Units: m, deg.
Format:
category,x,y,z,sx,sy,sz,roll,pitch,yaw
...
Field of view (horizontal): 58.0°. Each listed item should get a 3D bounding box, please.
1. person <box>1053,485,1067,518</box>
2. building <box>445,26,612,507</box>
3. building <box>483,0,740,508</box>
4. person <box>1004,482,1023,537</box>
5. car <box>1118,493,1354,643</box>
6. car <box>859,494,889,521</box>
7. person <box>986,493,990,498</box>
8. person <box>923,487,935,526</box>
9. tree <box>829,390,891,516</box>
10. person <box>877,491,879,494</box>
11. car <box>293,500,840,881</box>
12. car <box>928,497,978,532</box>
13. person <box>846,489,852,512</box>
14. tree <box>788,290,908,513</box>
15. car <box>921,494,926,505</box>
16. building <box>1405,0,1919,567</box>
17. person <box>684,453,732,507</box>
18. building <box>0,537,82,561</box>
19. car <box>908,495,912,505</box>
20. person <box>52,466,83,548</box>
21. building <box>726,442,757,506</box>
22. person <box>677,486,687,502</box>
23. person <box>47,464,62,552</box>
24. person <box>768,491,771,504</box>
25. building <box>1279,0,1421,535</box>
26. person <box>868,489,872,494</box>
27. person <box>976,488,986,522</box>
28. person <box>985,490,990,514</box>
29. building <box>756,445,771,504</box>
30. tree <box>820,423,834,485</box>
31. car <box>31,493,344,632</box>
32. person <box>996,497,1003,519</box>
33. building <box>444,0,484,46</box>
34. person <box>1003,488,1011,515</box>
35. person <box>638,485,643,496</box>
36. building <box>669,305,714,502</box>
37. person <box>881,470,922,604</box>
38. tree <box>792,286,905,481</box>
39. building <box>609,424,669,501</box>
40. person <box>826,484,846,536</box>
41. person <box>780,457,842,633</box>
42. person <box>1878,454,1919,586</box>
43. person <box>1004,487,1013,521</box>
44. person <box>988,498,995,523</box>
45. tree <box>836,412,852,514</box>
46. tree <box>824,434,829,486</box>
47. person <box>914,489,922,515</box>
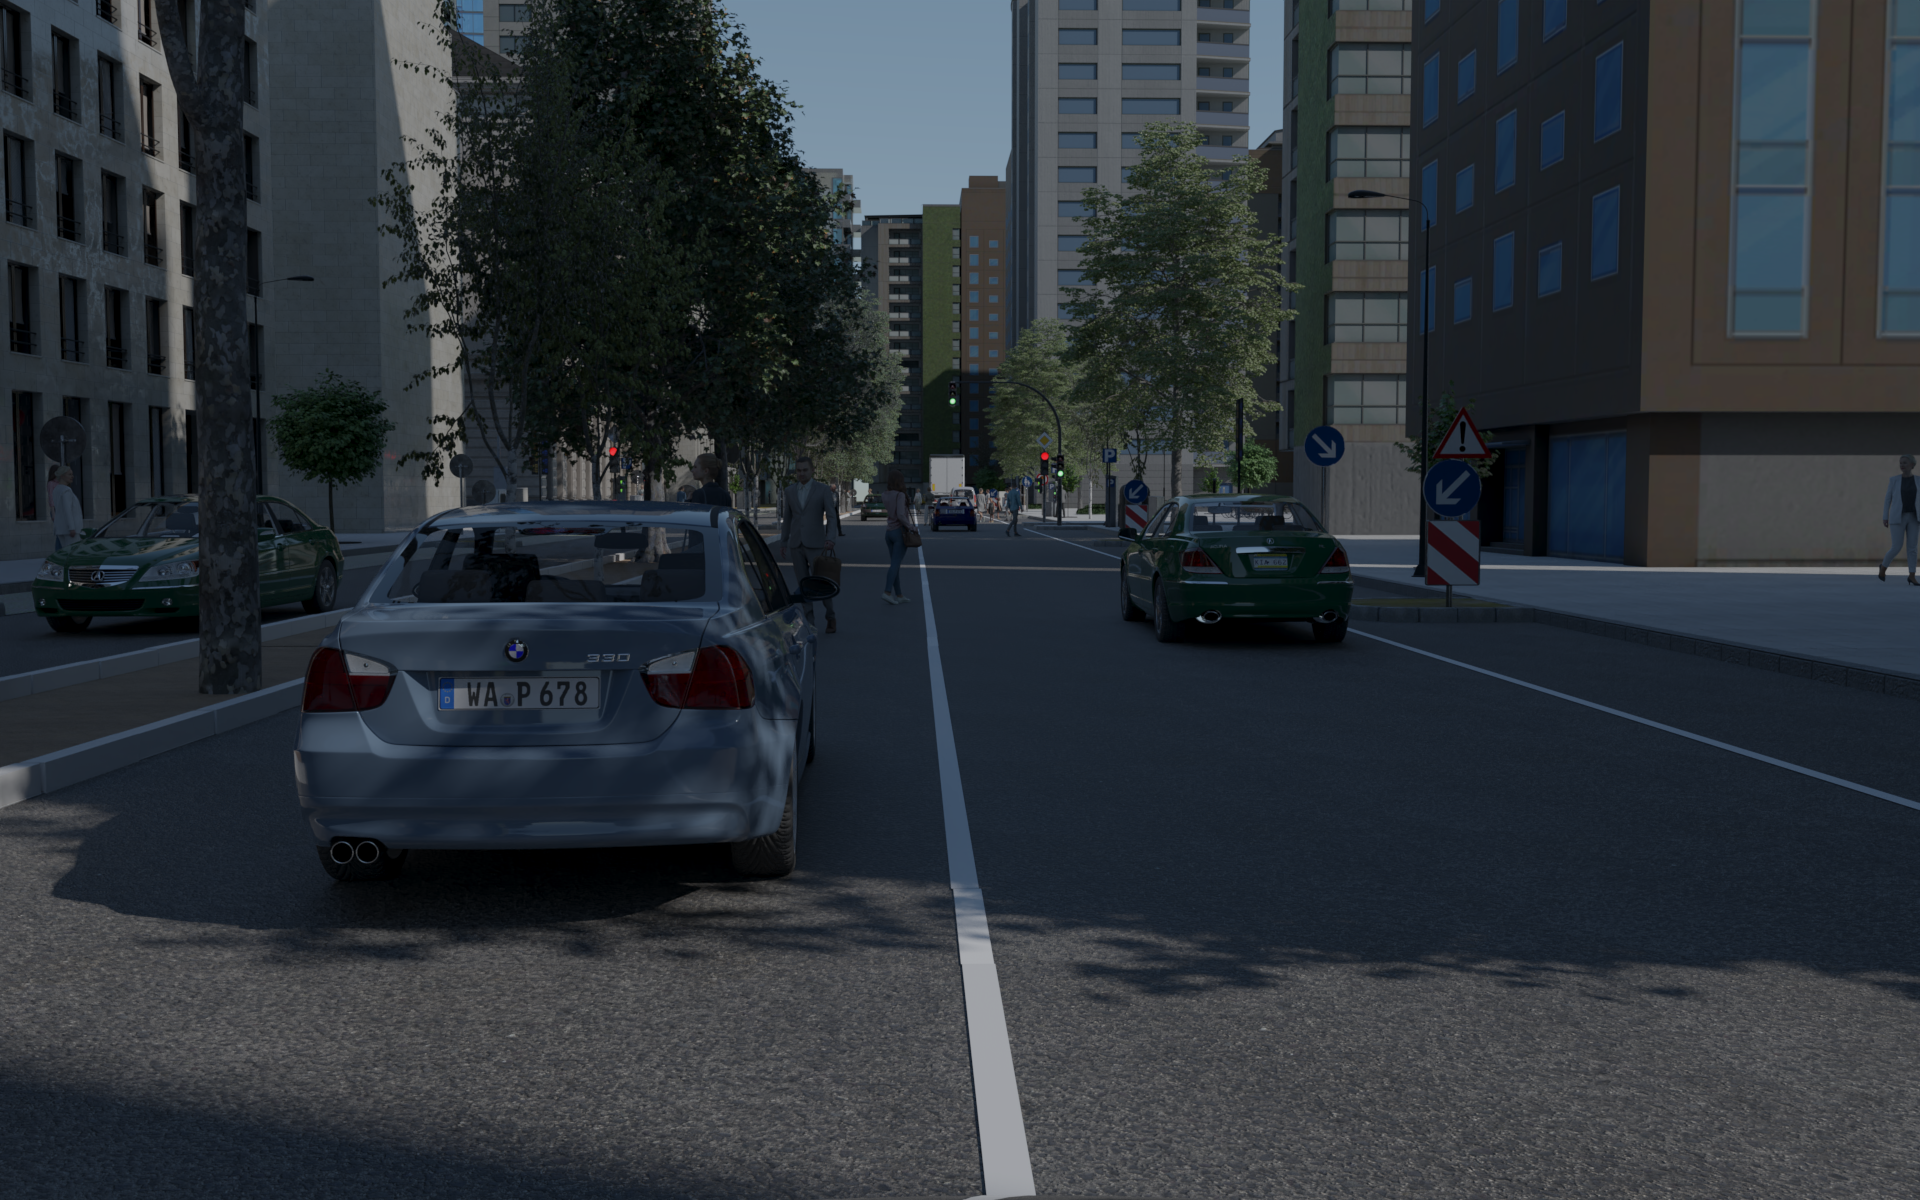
category,x,y,z,sx,sy,sz,roll,pitch,yaw
person,5.373,-5.302,93.126,0.661,1.777,0.834,-3,4,-37
building,-24.571,-15.948,89.626,11.050,23.489,19.941,0,4,-2
building,-31.533,-44.237,161.523,20.563,71.187,20.611,0,4,-2
person,1.768,-3.061,58.417,0.748,1.841,0.638,-2,4,-27
car,2.786,-0.389,18.165,2.131,1.459,4.920,0,4,-1
car,-4.413,-5.068,92.644,2.009,1.686,4.222,0,4,-1
person,2.924,-10.648,180.682,0.434,1.755,0.990,2,4,24
person,-1.402,-4.242,78.414,0.519,1.759,0.362,-1,4,-10
tree,-8.197,-11.371,114.126,9.928,11.665,9.643,0,3,0
person,-10.650,-13.193,224.208,1.348,1.824,0.705,2,4,29
car,-1.550,0.261,7.741,2.014,1.417,4.499,0,4,-3
car,-0.260,-3.354,67.416,1.945,1.354,3.894,0,4,-2
person,-8.772,-7.828,136.669,0.466,1.800,0.511,-1,4,-21
tree,-7.595,-11.873,103.240,9.857,13.997,8.962,0,3,0
car,-4.149,-13.004,222.835,2.015,1.641,3.980,0,4,-1
building,18.362,-23.585,35.731,14.600,45.320,14.200,0,4,-2
person,-2.038,-0.338,14.443,0.534,1.772,0.576,0,4,5
building,-23.650,-11.236,38.468,10.420,20.320,16.860,0,4,-2
car,-7.313,-13.016,225.172,2.083,1.381,4.827,0,4,-2
person,-13.039,-1.028,25.189,0.514,1.842,0.818,1,4,18
building,-28.893,-24.983,180.171,14.160,30.474,14.107,0,4,-2
person,-13.692,-4.684,85.101,0.581,1.822,0.654,1,4,21
person,-16.453,-1.565,31.640,0.388,1.821,0.555,-1,4,-9
person,-25.236,-13.562,228.586,0.445,1.727,0.742,-2,4,-34
building,18.308,-22.999,59.633,14.154,41.232,14.086,0,4,-2
person,-5.551,-5.935,106.090,0.362,1.759,0.519,-3,5,-40
person,1.087,-4.811,87.918,0.466,1.731,0.760,-2,4,-32
person,1.886,-7.012,123.710,0.524,1.755,0.480,-1,4,-18
building,-35.362,-31.648,209.324,23.993,40.220,32.217,0,4,-2
tree,-7.162,-7.064,68.319,4.360,8.622,3.978,0,3,0
car,-8.525,-0.472,19.514,2.131,1.459,4.920,0,4,0
person,2.229,-5.179,97.852,0.373,1.253,0.362,0,4,7
building,-63.709,-55.025,212.330,31.000,86.520,22.319,0,4,-2
person,3.035,-6.253,110.824,0.616,1.811,0.778,-3,5,-42
person,-18.201,-5.707,99.524,0.661,1.801,0.590,-2,4,-31
building,-26.081,-17.648,143.289,10.420,20.320,16.860,0,4,-2
person,-0.850,-0.830,22.667,0.643,1.750,0.593,-3,5,-39
tree,-7.667,-10.359,82.191,12.009,13.543,11.850,0,3,0
building,-27.299,-18.228,117.117,14.460,24.649,34.723,0,4,-2
person,-4.233,-3.023,58.328,0.834,1.777,0.661,3,5,44
person,-1.530,-0.551,17.635,0.709,1.813,0.853,1,4,13
person,13.348,-1.137,24.510,0.514,1.842,0.818,0,4,-2
person,2.631,-5.138,92.706,0.606,1.804,0.583,-3,5,-42
person,1.577,-4.529,87.227,0.362,1.253,0.373,3,4,37
tree,-7.859,-8.470,91.311,4.360,8.622,3.978,0,3,0
tree,-6.437,-6.782,63.697,4.737,8.622,4.395,0,3,0
person,-2.794,-6.611,116.823,0.641,1.798,0.478,-3,5,-41
